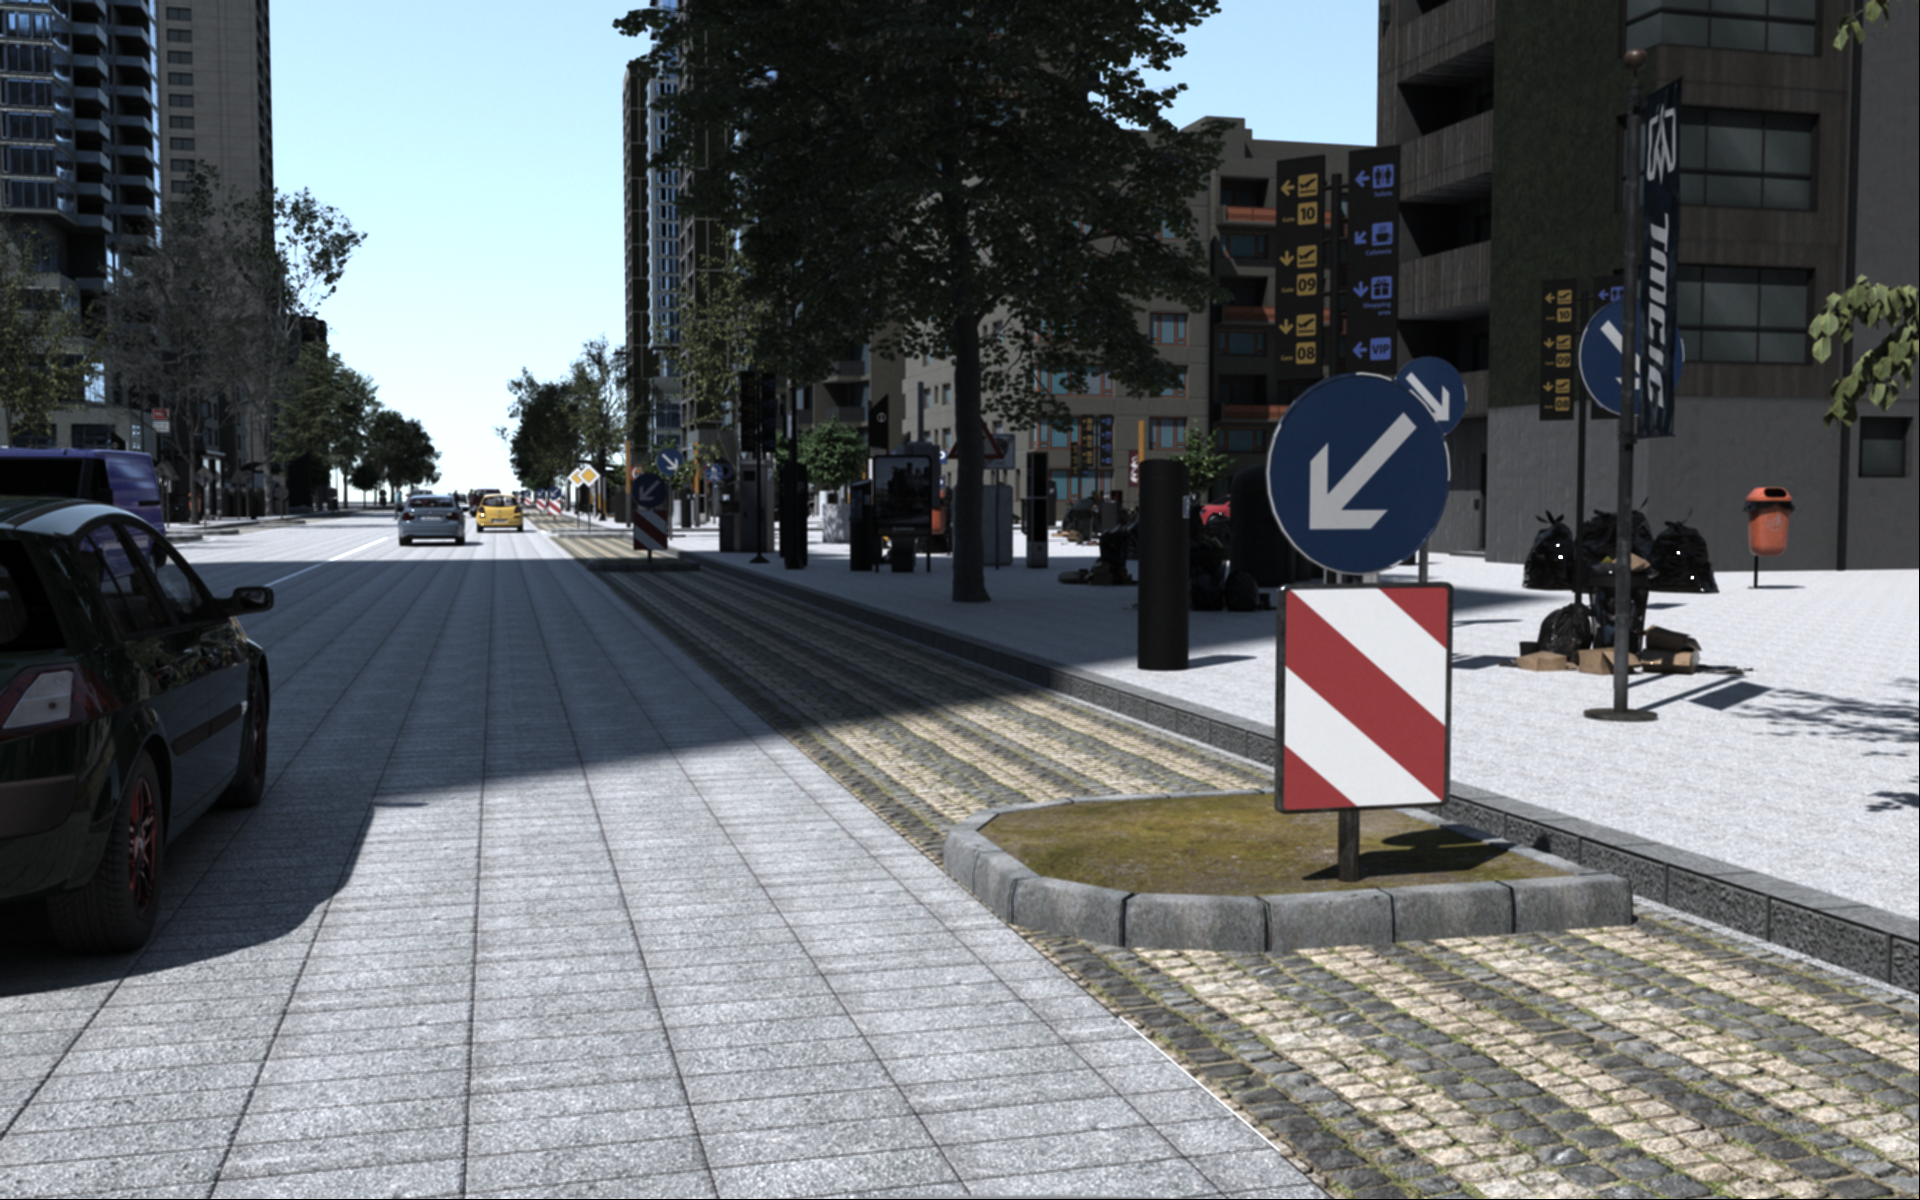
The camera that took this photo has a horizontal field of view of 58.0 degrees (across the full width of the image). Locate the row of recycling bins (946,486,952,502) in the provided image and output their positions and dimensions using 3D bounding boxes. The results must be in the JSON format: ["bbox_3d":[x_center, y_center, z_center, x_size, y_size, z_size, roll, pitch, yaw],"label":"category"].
[{"bbox_3d":[-1.456,-4.994,88.772,1.069,1.692,3.534,-2,4,-32],"label":"row of recycling bins"}]

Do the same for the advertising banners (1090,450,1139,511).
[{"bbox_3d":[6.219,-4.458,69.077,2.074,3.025,0.090,0,4,-3],"label":"advertising banners"}]

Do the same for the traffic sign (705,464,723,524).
[{"bbox_3d":[-10.400,-4.475,73.276,0.768,2.556,0.104,-1,4,-9],"label":"traffic sign"}]

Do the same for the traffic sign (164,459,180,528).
[{"bbox_3d":[-29.680,-3.966,64.848,0.884,2.594,0.081,0,4,-8],"label":"traffic sign"}]

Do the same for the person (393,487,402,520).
[{"bbox_3d":[-31.082,-5.359,95.980,0.748,1.841,0.638,1,4,10],"label":"person"}]

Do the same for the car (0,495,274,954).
[{"bbox_3d":[-3.738,0.197,6.567,2.009,1.686,4.222,-1,4,-15],"label":"car"}]

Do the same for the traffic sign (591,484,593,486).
[{"bbox_3d":[-24.311,-7.047,115.224,0.884,2.594,0.081,0,4,-7],"label":"traffic sign"}]

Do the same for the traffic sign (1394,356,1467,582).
[{"bbox_3d":[4.319,-0.978,16.100,0.768,2.556,0.104,-1,4,-12],"label":"traffic sign"}]

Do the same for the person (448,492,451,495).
[{"bbox_3d":[-80.393,-16.135,273.113,0.445,1.727,0.742,2,4,29],"label":"person"}]

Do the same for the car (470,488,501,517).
[{"bbox_3d":[-30.210,-6.250,110.862,2.281,1.827,5.304,-1,4,-14],"label":"car"}]

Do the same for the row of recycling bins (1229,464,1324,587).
[{"bbox_3d":[4.650,-1.116,25.368,1.069,1.692,3.534,1,4,22],"label":"row of recycling bins"}]

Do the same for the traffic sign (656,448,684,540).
[{"bbox_3d":[-8.039,-2.934,48.082,0.768,2.556,0.104,-1,4,-13],"label":"traffic sign"}]

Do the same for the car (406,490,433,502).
[{"bbox_3d":[-46.276,-8.552,148.502,2.281,1.827,5.304,-1,4,-13],"label":"car"}]

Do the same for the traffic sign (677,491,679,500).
[{"bbox_3d":[-14.857,-5.571,91.195,0.768,2.556,0.104,-1,4,-11],"label":"traffic sign"}]

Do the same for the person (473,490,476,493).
[{"bbox_3d":[-38.818,-7.940,138.836,1.217,1.766,0.721,2,4,26],"label":"person"}]

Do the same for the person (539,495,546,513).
[{"bbox_3d":[-30.617,-7.195,126.978,0.563,1.720,0.643,-2,4,-27],"label":"person"}]

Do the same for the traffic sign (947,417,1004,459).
[{"bbox_3d":[0.230,-1.610,26.333,0.884,2.594,0.081,-1,4,-12],"label":"traffic sign"}]

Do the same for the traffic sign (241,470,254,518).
[{"bbox_3d":[-37.419,-5.553,90.892,0.768,2.556,0.104,0,4,-5],"label":"traffic sign"}]

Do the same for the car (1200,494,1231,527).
[{"bbox_3d":[10.648,-3.513,66.481,4.494,1.783,2.155,-1,4,-16],"label":"car"}]

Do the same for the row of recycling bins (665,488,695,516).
[{"bbox_3d":[-16.614,-5.726,100.727,3.534,1.692,1.069,0,4,-5],"label":"row of recycling bins"}]

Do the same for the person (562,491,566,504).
[{"bbox_3d":[-49.702,-12.788,217.450,0.709,1.838,0.599,-2,4,-31],"label":"person"}]

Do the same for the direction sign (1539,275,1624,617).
[{"bbox_3d":[6.526,-1.602,18.183,0.876,3.537,0.379,2,4,34],"label":"direction sign"}]

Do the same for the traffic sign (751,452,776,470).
[{"bbox_3d":[-5.751,-3.091,50.647,0.768,2.556,0.104,0,4,-8],"label":"traffic sign"}]

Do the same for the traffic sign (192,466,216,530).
[{"bbox_3d":[-26.692,-3.521,61.212,0.795,2.450,0.064,-1,4,-15],"label":"traffic sign"}]

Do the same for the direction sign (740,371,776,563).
[{"bbox_3d":[-3.743,-2.460,32.217,0.379,3.537,0.876,3,4,39],"label":"direction sign"}]

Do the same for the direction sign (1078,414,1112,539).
[{"bbox_3d":[3.886,-3.502,49.262,0.876,3.537,0.379,1,4,10],"label":"direction sign"}]

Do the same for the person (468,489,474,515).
[{"bbox_3d":[-34.008,-6.856,120.767,0.661,1.801,0.590,3,4,38],"label":"person"}]

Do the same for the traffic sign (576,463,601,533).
[{"bbox_3d":[-12.166,-3.251,56.795,0.795,2.450,0.064,-1,4,-15],"label":"traffic sign"}]

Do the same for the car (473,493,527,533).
[{"bbox_3d":[-17.542,-3.413,66.031,2.015,1.641,3.980,-1,4,-15],"label":"car"}]

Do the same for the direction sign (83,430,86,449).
[{"bbox_3d":[-30.972,-4.242,61.357,0.379,3.537,0.876,-2,4,-30],"label":"direction sign"}]

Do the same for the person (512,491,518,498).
[{"bbox_3d":[-43.665,-9.782,169.148,1.217,1.735,0.721,1,4,12],"label":"person"}]

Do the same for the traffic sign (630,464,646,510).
[{"bbox_3d":[-13.843,-4.553,74.554,0.768,2.556,0.104,-1,4,-13],"label":"traffic sign"}]

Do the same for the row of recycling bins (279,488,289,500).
[{"bbox_3d":[-49.132,-7.256,125.746,3.534,1.692,1.069,-2,4,-34],"label":"row of recycling bins"}]

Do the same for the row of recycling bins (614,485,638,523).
[{"bbox_3d":[-15.088,-4.348,78.204,1.069,1.692,3.534,-1,4,-16],"label":"row of recycling bins"}]

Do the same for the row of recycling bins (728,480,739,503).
[{"bbox_3d":[-6.776,-2.872,54.071,1.069,1.692,3.534,0,4,-4],"label":"row of recycling bins"}]

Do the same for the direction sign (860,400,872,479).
[{"bbox_3d":[-2.182,-3.068,42.166,0.379,3.537,0.876,0,4,1],"label":"direction sign"}]

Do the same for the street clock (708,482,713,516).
[{"bbox_3d":[-14.336,-5.861,100.392,0.471,2.002,0.358,1,4,11],"label":"street clock"}]

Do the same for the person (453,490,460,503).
[{"bbox_3d":[-49.637,-9.932,170.756,0.599,1.838,0.709,3,4,37],"label":"person"}]

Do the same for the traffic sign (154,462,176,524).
[{"bbox_3d":[-24.630,-3.049,53.497,0.795,2.450,0.064,-1,4,-15],"label":"traffic sign"}]

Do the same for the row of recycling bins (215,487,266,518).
[{"bbox_3d":[-39.829,-5.424,95.791,1.069,1.692,3.534,1,4,21],"label":"row of recycling bins"}]

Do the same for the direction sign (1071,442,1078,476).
[{"bbox_3d":[5.248,-5.150,76.192,0.876,3.537,0.379,-2,4,-27],"label":"direction sign"}]

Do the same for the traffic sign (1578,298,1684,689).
[{"bbox_3d":[4.348,-0.687,11.334,0.768,2.556,0.104,-1,4,-13],"label":"traffic sign"}]

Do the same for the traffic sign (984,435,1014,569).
[{"bbox_3d":[0.632,-1.668,29.394,0.606,2.300,0.079,-1,4,-12],"label":"traffic sign"}]

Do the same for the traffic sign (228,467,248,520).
[{"bbox_3d":[-35.074,-5.148,84.167,0.884,2.594,0.081,-1,4,-14],"label":"traffic sign"}]

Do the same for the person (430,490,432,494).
[{"bbox_3d":[-57.549,-11.000,188.349,0.705,1.824,1.348,-1,4,-17],"label":"person"}]

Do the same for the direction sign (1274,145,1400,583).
[{"bbox_3d":[2.500,-1.198,11.592,0.876,3.537,0.379,3,4,38],"label":"direction sign"}]

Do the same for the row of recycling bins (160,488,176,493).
[{"bbox_3d":[-53.232,-6.814,118.528,1.069,1.692,3.534,2,4,29],"label":"row of recycling bins"}]

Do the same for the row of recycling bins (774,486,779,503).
[{"bbox_3d":[-10.385,-5.086,90.270,1.069,1.692,3.534,-2,4,-35],"label":"row of recycling bins"}]

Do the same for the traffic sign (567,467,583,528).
[{"bbox_3d":[-14.228,-3.723,64.510,0.795,2.450,0.064,-1,4,-15],"label":"traffic sign"}]

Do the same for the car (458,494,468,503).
[{"bbox_3d":[-77.452,-15.885,268.758,2.155,1.783,4.494,-1,4,-14],"label":"car"}]

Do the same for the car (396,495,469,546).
[{"bbox_3d":[-15.001,-2.279,49.271,2.014,1.417,4.499,-1,4,-15],"label":"car"}]

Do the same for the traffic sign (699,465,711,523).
[{"bbox_3d":[-11.305,-4.722,77.310,0.768,2.556,0.104,-1,4,-14],"label":"traffic sign"}]
